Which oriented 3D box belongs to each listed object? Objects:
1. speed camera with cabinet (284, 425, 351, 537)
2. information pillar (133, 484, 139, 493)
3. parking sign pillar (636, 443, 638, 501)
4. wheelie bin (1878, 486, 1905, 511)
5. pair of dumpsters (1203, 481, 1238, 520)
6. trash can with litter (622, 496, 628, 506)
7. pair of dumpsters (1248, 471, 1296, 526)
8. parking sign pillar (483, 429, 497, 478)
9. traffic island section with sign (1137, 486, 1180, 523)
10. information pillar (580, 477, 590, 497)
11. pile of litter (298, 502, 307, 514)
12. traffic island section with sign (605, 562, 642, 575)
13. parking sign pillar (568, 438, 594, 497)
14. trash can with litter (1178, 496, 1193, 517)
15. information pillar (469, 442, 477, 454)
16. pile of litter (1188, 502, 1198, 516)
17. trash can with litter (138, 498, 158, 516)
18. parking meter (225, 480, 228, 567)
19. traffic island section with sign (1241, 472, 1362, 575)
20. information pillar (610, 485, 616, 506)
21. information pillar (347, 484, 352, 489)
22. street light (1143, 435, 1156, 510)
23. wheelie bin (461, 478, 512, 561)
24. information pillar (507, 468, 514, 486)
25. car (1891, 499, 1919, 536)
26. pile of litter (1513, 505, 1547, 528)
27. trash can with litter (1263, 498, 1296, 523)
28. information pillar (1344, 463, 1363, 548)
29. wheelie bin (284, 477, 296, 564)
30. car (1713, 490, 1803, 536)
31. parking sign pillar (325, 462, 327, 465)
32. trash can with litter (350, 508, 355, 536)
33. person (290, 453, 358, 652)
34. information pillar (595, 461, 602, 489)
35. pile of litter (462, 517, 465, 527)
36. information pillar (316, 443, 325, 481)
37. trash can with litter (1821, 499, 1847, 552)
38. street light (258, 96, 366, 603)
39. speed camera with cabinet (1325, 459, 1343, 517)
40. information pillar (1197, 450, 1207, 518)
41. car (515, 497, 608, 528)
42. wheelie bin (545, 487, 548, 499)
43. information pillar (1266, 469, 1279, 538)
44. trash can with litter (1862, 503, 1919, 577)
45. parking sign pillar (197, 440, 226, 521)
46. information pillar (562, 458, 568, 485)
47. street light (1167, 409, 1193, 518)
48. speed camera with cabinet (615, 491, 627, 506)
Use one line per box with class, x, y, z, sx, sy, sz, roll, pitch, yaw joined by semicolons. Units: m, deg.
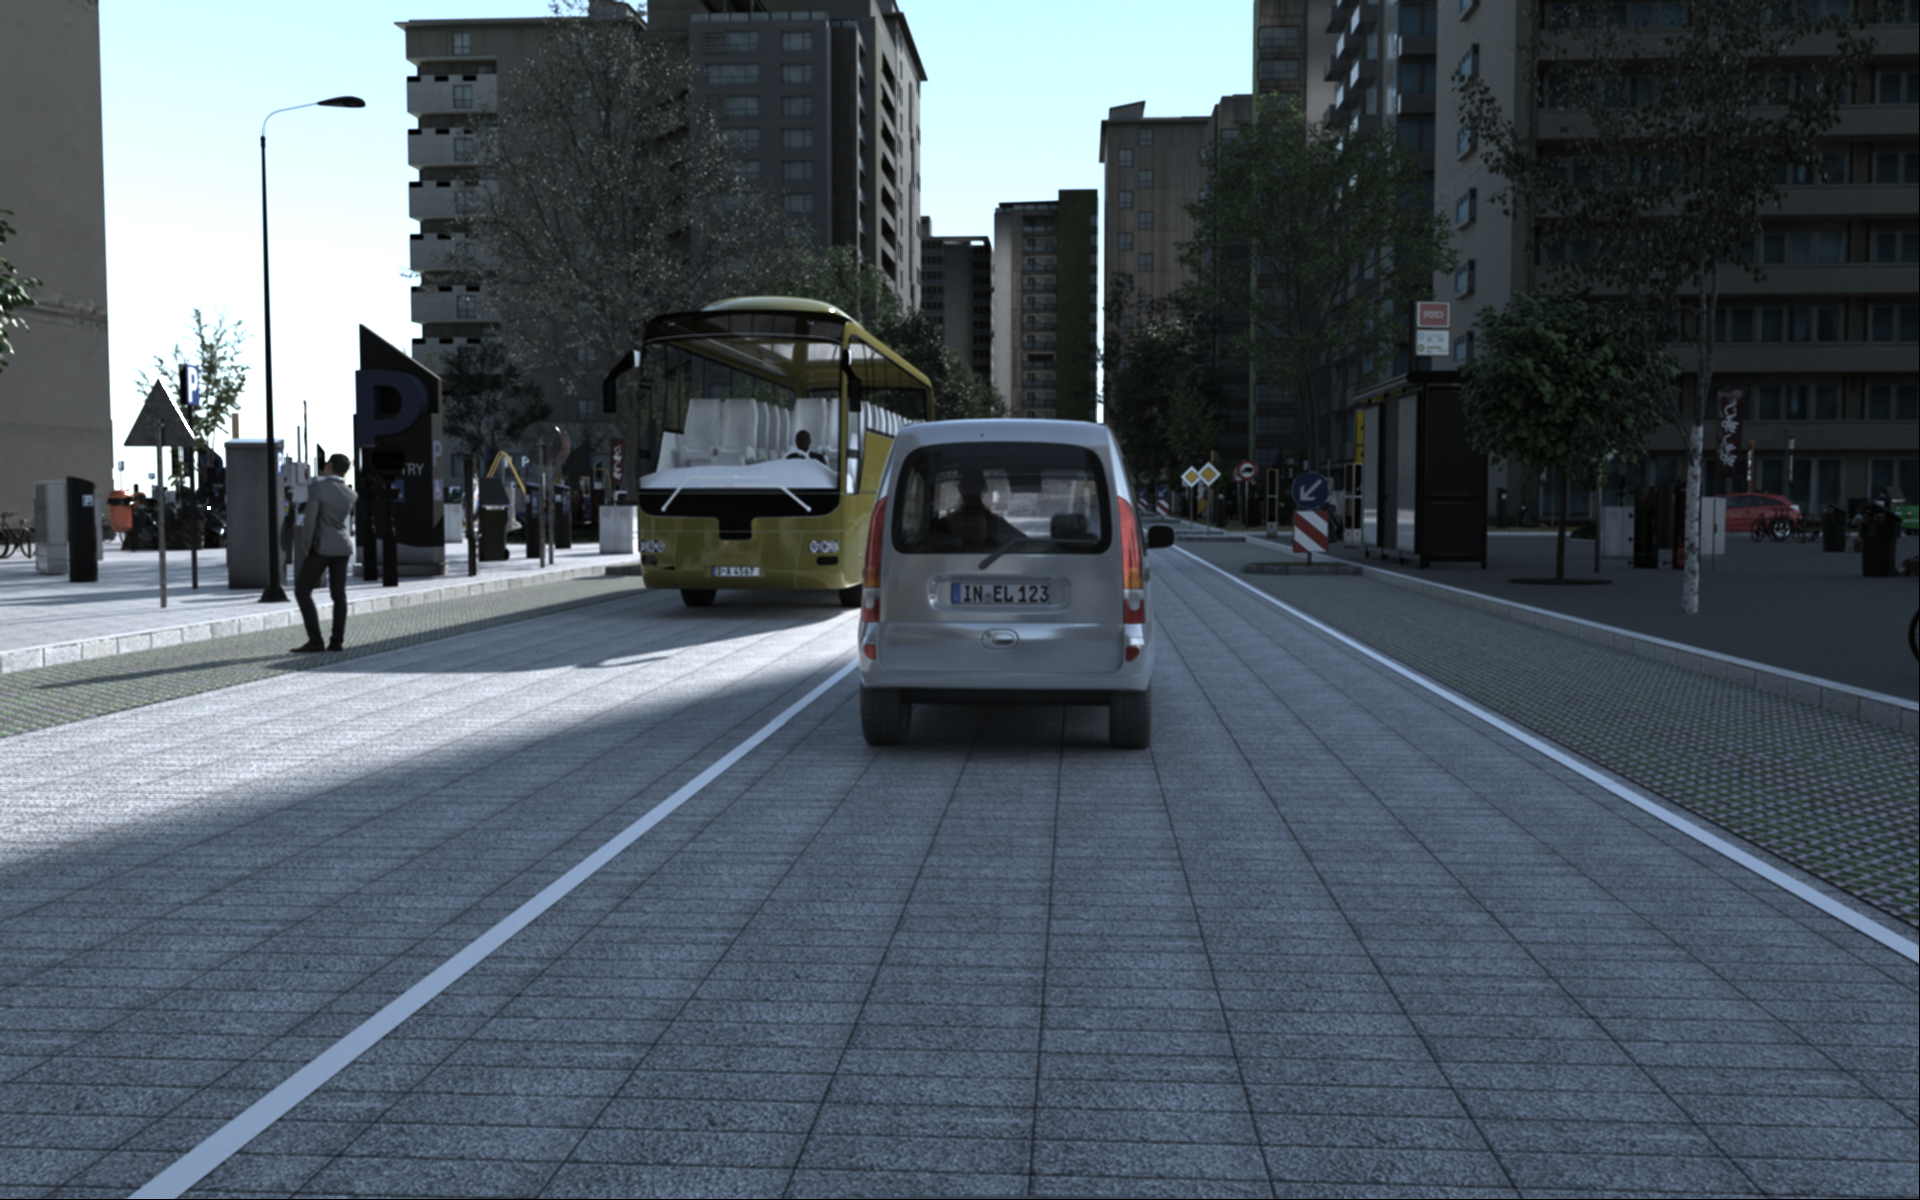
speed camera with cabinet;-18.836;-3.440;50.587;0.660;3.252;2.038;2;4;30
information pillar;-58.586;-7.258;123.152;0.304;2.012;0.304;-3;5;-40
parking sign pillar;-11.270;-4.553;62.914;1.447;3.967;1.447;-3;4;-36
wheelie bin;35.582;-3.567;66.221;0.980;1.594;0.693;-1;4;-9
pair of dumpsters;13.246;-5.202;87.545;1.574;2.255;4.437;0;4;4
trash can with litter;-15.522;-4.200;79.733;2.233;1.210;1.678;2;4;30
pair of dumpsters;12.850;-4.217;71.443;1.574;2.255;4.437;0;4;4
parking sign pillar;-19.390;-5.081;71.552;1.447;3.967;1.447;-1;4;-18
traffic island section with sign;9.881;-4.720;85.802;1.989;1.847;2.006;0;4;4
information pillar;-16.051;-4.260;74.135;0.304;2.012;0.304;-3;4;-36
pile of litter;-42.125;-5.925;110.841;1.719;0.858;1.176;2;4;25
traffic island section with sign;-5.164;-1.380;31.187;1.989;1.847;2.006;0;4;4
parking sign pillar;-18.488;-5.871;84.458;1.447;3.967;1.447;2;4;31
trash can with litter;12.808;-5.269;97.535;1.055;1.170;0.624;2;4;28
information pillar;-21.858;-5.291;77.866;0.183;3.616;0.504;2;4;24
pile of litter;13.422;-5.231;99.488;1.719;0.858;1.176;-2;4;-35
trash can with litter;-25.618;-2.663;54.932;0.624;1.170;1.055;-1;4;-10
parking meter;-12.764;-1.356;30.579;0.372;1.533;0.369;0;3;0
traffic island section with sign;6.137;-1.391;31.371;1.989;1.847;2.006;0;4;4
information pillar;-21.862;-6.398;109.093;0.304;2.012;0.304;0;4;2
information pillar;-45.191;-7.574;128.324;0.304;2.012;0.304;-2;4;-33
street light;14.699;-9.990;135.879;1.470;5.913;1.316;0;4;4
wheelie bin;-9.130;-1.552;33.285;0.693;1.594;0.980;3;5;44
information pillar;-27.763;-7.076;107.040;0.504;3.616;0.183;2;4;23
car;32.489;-2.868;55.688;4.718;1.807;1.959;0;4;5
pile of litter;22.008;-3.238;66.900;1.176;0.858;1.719;0;4;3
trash can with litter;14.376;-4.058;77.408;2.233;1.210;1.678;1;4;19
information pillar;9.318;-2.235;41.038;0.304;2.012;0.304;-2;4;-34
wheelie bin;-12.580;-1.449;31.604;0.980;1.594;0.693;1;4;13
car;25.105;-2.914;56.680;4.494;1.783;2.155;0;4;6
parking sign pillar;-48.579;-8.884;133.732;1.447;3.967;1.447;-1;4;-18
trash can with litter;-18.592;-2.536;52.849;0.624;1.170;1.055;3;5;44
person;-5.761;-0.429;15.697;0.592;1.802;0.473;-3;5;-44
information pillar;-25.163;-7.903;120.571;0.504;3.616;0.183;-2;4;-33
pile of litter;-19.843;-3.237;66.883;1.176;0.858;1.719;3;5;40
information pillar;-29.188;-5.370;79.148;0.183;3.616;0.504;1;4;21
trash can with litter;19.675;-1.653;38.414;1.055;1.170;0.624;2;4;29
street light;-7.630;-2.928;20.407;1.470;5.913;1.316;0;4;4
speed camera with cabinet;21.197;-6.344;98.066;2.038;3.252;0.660;-3;4;-37
information pillar;12.892;-6.172;92.274;0.504;3.616;0.183;2;4;24
car;-13.623;-2.812;58.549;3.894;1.354;1.945;0;4;3
wheelie bin;-17.985;-4.079;74.605;0.693;1.594;0.980;-3;5;-41
information pillar;9.221;-2.851;51.108;0.304;2.012;0.304;1;4;17
trash can with litter;14.556;-0.957;27.030;1.055;1.170;0.624;0;4;-2
parking sign pillar;-36.142;-5.822;83.667;1.447;3.967;1.447;2;4;24
information pillar;-22.516;-6.579;98.929;0.504;3.616;0.183;0;4;-8
street light;11.963;-7.443;94.240;1.470;5.913;1.316;0;4;4
speed camera with cabinet;-16.234;-5.645;86.636;2.038;3.252;0.660;-1;4;-10
